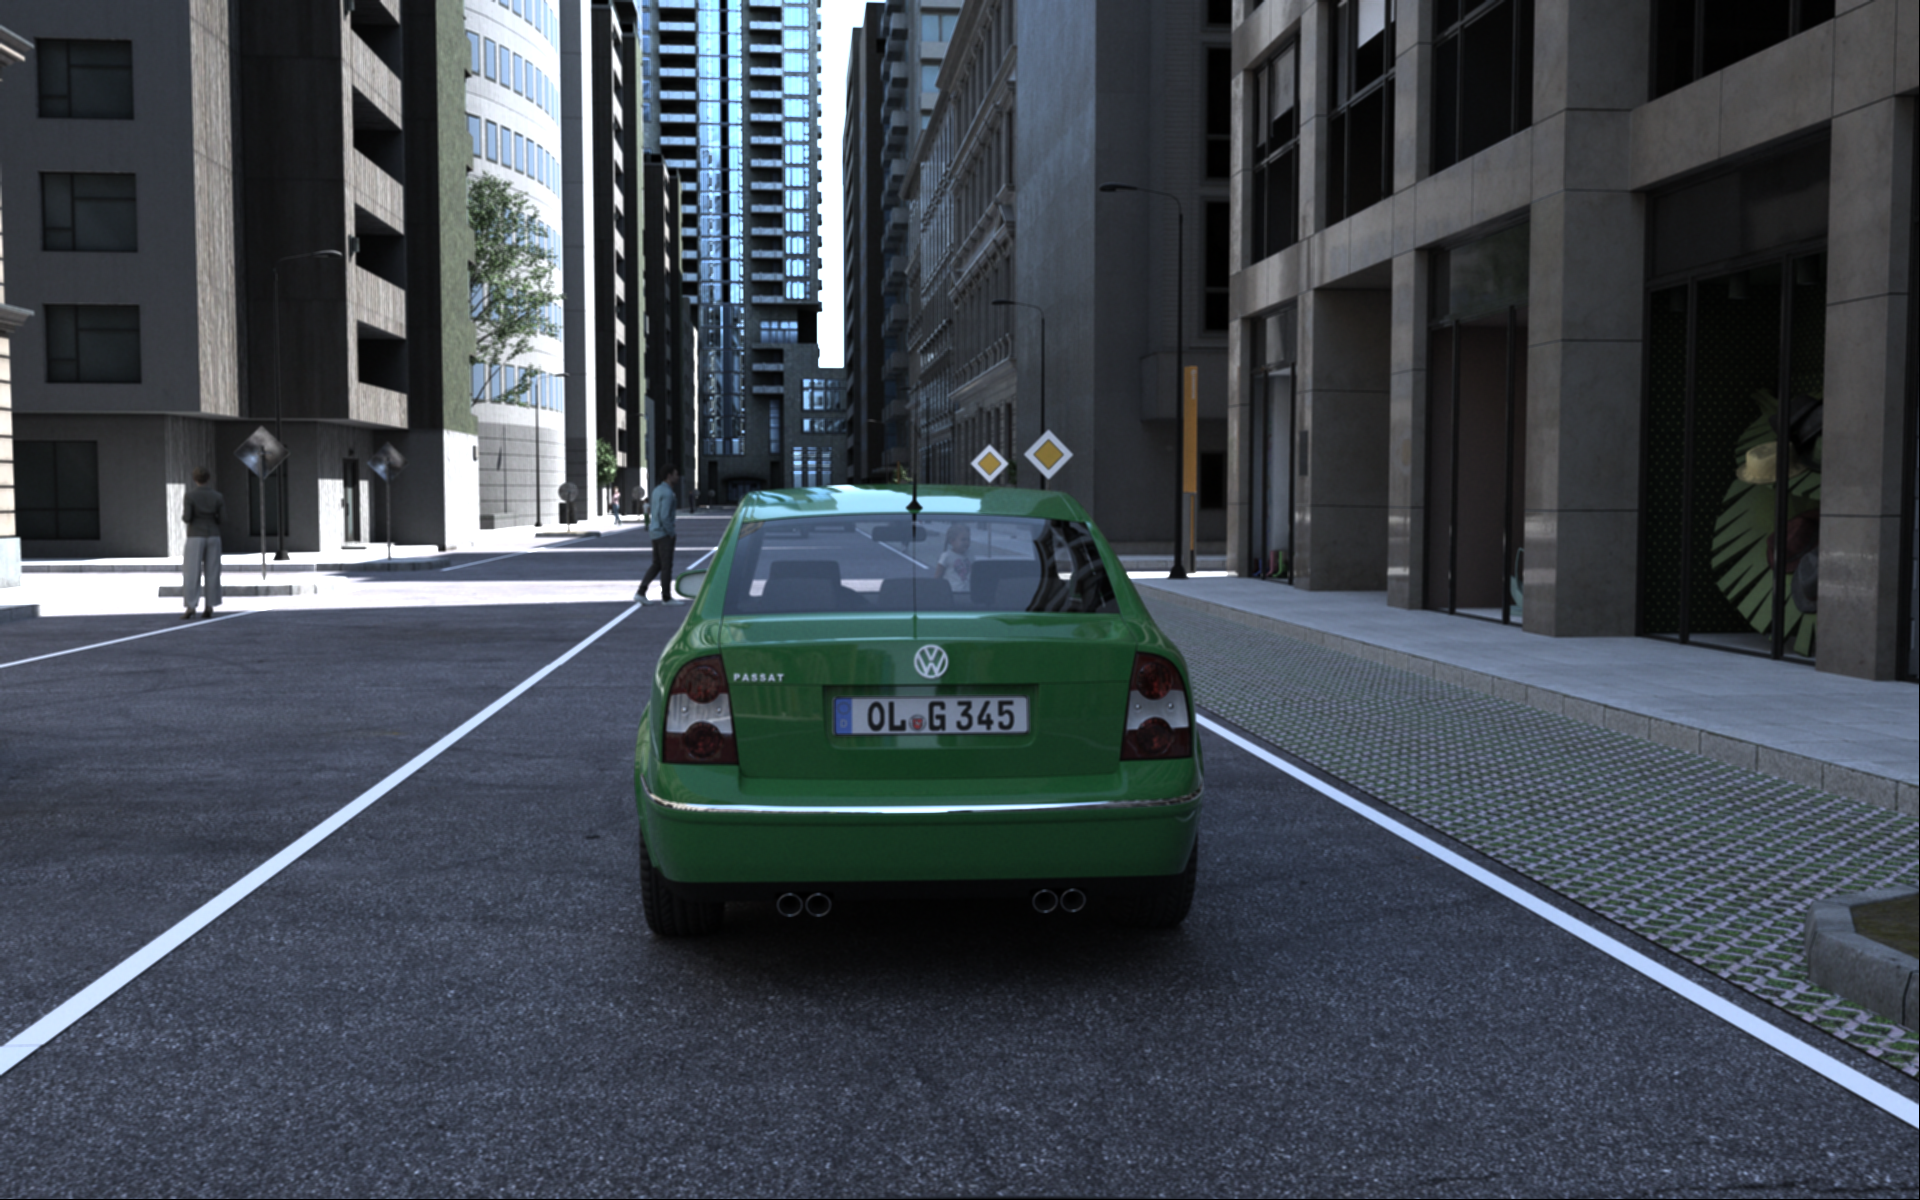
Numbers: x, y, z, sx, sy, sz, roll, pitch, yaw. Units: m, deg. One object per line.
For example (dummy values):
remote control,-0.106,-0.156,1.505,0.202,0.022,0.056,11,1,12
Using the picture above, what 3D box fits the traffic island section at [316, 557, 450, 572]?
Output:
traffic island section,-11.077,-0.690,33.557,2.009,0.180,2.903,0,4,-6

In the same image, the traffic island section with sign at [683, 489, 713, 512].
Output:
traffic island section with sign,-20.602,-7.755,135.425,1.989,1.847,2.006,0,4,-6

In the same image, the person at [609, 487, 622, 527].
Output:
person,-15.121,-4.108,76.258,0.643,1.750,0.593,-3,4,-37

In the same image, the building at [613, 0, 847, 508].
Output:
building,-29.096,-54.291,200.324,31.000,86.520,22.319,0,4,-6

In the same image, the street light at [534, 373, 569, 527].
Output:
street light,-15.733,-5.762,66.745,1.470,5.913,1.316,0,4,-6

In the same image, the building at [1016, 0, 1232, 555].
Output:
building,17.092,-13.651,42.264,30.058,24.678,14.314,0,4,-6

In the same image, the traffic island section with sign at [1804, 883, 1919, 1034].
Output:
traffic island section with sign,3.510,0.241,4.682,1.989,1.847,2.006,0,4,-6

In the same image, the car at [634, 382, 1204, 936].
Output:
car,-0.231,0.108,7.034,1.959,1.807,4.718,0,4,-4

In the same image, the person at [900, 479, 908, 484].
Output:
person,-1.433,-2.061,42.383,0.709,1.800,0.728,-1,4,-9

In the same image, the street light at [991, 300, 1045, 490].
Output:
street light,1.448,-4.221,41.561,1.470,5.913,1.316,0,4,-6

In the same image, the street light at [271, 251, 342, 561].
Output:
street light,-12.502,-3.709,33.175,1.470,5.913,1.316,0,4,-6

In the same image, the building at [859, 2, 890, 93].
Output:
building,-1.858,-31.002,156.998,14.600,45.320,14.200,0,4,-6

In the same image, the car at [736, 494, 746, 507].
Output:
car,-17.681,-8.143,144.943,2.131,1.459,4.920,0,4,-5

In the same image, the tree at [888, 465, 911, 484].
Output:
tree,-4.173,-7.428,116.047,1.663,3.219,1.824,0,3,0

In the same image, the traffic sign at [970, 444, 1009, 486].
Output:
traffic sign,0.588,-1.893,34.598,0.795,2.450,0.064,0,4,-6

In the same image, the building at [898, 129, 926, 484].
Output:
building,2.536,-16.604,100.357,11.050,23.489,19.941,0,4,-6

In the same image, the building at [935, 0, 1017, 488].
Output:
building,5.740,-13.799,61.772,11.583,22.565,21.152,0,4,-6

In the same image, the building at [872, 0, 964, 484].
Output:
building,5.381,-31.516,134.898,23.786,49.044,30.456,0,4,-6

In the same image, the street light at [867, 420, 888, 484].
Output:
street light,-5.140,-8.349,109.047,1.470,5.913,1.316,0,4,-6

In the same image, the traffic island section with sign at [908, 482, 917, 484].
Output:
traffic island section with sign,-1.767,-3.091,59.162,1.989,1.847,2.006,0,4,-6

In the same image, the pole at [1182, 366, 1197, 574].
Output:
pole,3.690,-2.076,27.791,0.158,3.312,0.155,0,3,0

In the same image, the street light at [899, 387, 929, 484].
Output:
street light,-1.935,-6.288,75.356,1.470,5.913,1.316,0,4,-6

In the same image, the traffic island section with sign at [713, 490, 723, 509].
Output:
traffic island section with sign,-23.194,-9.396,162.256,1.989,1.847,2.006,0,4,-6

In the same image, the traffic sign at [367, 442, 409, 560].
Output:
traffic sign,-11.055,-1.826,33.497,0.795,2.450,0.064,0,4,-6

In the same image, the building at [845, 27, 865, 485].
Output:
building,-0.508,-33.717,174.979,21.300,48.544,21.600,0,4,-6

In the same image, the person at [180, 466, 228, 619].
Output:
person,-8.741,-0.668,19.977,0.519,1.759,0.362,-3,5,-42

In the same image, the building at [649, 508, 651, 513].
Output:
building,-32.716,-49.464,121.402,22.319,86.520,31.000,0,4,-6

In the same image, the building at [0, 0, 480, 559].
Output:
building,-19.584,-16.373,39.394,14.160,30.474,14.107,0,4,-6

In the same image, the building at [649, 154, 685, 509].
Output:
building,-30.894,-22.909,146.262,14.160,30.474,14.107,0,4,-6

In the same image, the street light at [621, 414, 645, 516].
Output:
street light,-18.904,-7.803,100.113,1.470,5.913,1.316,0,4,-6

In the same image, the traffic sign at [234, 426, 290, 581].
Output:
traffic sign,-10.286,-1.340,25.549,0.795,2.450,0.064,0,4,-6

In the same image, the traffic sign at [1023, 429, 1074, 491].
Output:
traffic sign,1.356,-1.407,26.650,0.795,2.450,0.064,0,4,-6

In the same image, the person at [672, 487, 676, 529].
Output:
person,-11.124,-3.536,66.535,0.478,1.798,0.641,2,4,28

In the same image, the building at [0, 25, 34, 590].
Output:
building,-29.277,-12.065,16.353,34.723,24.649,14.460,0,4,-6

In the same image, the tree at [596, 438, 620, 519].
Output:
tree,-19.528,-6.569,91.117,4.285,4.588,4.351,0,3,0

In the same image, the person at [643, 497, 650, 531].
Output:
person,-12.077,-3.301,66.723,0.306,1.304,0.590,0,4,7

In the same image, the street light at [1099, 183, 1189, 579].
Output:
street light,2.769,-3.274,26.066,1.470,5.913,1.316,0,4,-6

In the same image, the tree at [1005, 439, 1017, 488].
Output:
tree,1.903,-3.401,50.212,1.663,3.219,1.824,0,3,0

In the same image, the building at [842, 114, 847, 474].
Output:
building,-6.304,-33.674,200.684,14.200,45.320,14.600,0,4,-6

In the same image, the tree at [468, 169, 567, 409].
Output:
tree,-15.554,-7.743,52.355,9.928,11.665,9.643,0,3,0

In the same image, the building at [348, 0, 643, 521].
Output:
building,-25.948,-20.098,100.307,14.160,30.474,14.107,0,4,-6

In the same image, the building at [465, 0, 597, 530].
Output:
building,-27.276,-32.299,70.082,21.231,58.520,28.212,0,4,-6

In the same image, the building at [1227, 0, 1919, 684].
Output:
building,15.379,-12.595,10.447,19.350,26.468,34.151,0,4,-6

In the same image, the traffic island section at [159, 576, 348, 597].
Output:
traffic island section,-10.309,-0.204,25.609,2.009,0.180,2.903,0,4,-6

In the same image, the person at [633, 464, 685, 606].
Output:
person,-3.876,-0.840,22.256,0.620,1.820,0.660,-2,4,-31

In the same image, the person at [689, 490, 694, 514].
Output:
person,-19.681,-7.181,126.828,0.530,1.710,0.541,1,4,15

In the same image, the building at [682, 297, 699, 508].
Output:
building,-40.997,-19.848,169.556,28.899,21.520,27.650,0,4,-6

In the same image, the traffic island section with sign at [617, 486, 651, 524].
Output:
traffic island section with sign,-15.733,-4.671,85.006,1.989,1.847,2.006,0,4,-6

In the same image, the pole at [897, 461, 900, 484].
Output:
pole,-3.813,-6.948,107.437,0.158,3.312,0.155,0,3,0

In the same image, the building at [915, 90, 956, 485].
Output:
building,3.418,-14.202,81.361,9.793,20.994,18.267,0,4,-6

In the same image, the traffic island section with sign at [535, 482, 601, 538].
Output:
traffic island section with sign,-13.120,-3.024,58.078,1.989,1.847,2.006,0,4,-6
